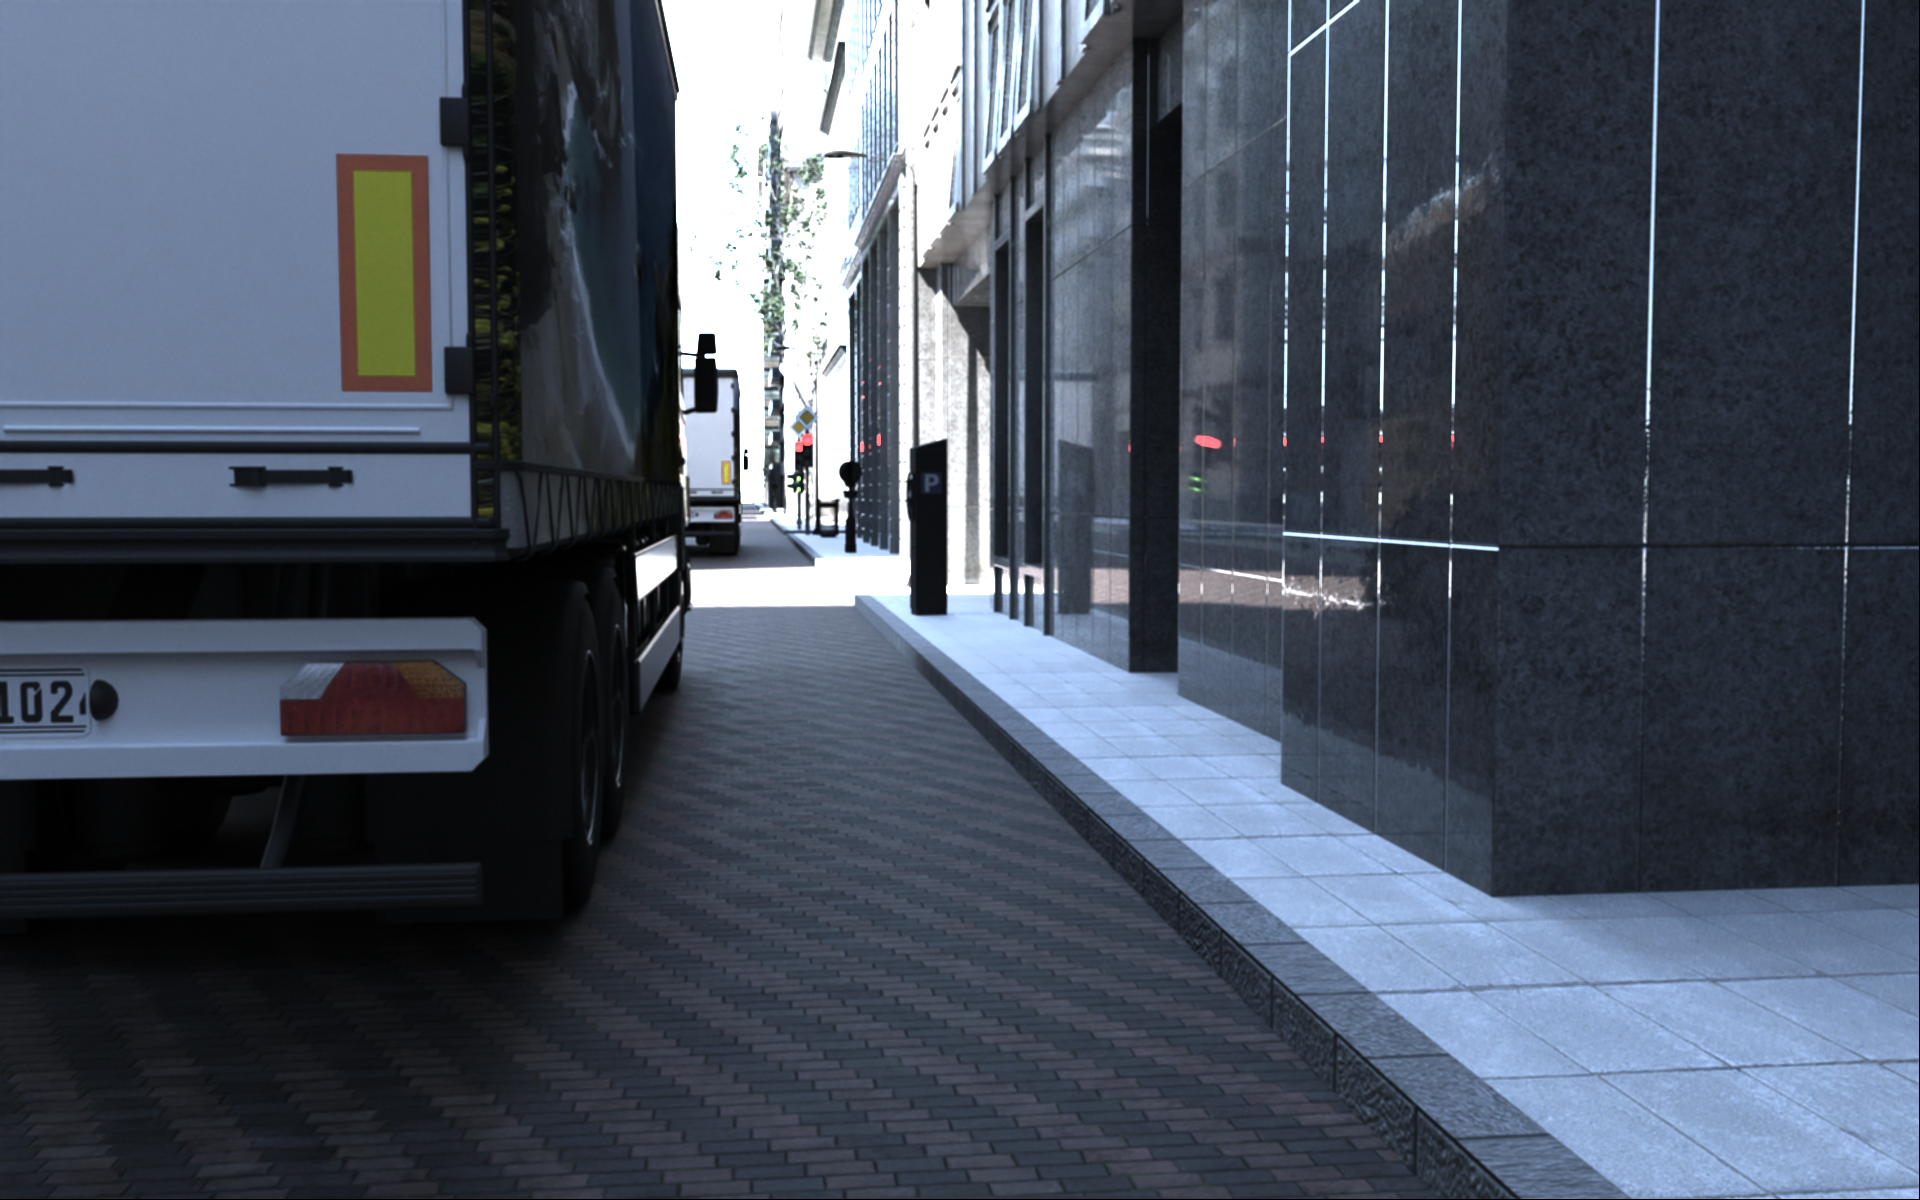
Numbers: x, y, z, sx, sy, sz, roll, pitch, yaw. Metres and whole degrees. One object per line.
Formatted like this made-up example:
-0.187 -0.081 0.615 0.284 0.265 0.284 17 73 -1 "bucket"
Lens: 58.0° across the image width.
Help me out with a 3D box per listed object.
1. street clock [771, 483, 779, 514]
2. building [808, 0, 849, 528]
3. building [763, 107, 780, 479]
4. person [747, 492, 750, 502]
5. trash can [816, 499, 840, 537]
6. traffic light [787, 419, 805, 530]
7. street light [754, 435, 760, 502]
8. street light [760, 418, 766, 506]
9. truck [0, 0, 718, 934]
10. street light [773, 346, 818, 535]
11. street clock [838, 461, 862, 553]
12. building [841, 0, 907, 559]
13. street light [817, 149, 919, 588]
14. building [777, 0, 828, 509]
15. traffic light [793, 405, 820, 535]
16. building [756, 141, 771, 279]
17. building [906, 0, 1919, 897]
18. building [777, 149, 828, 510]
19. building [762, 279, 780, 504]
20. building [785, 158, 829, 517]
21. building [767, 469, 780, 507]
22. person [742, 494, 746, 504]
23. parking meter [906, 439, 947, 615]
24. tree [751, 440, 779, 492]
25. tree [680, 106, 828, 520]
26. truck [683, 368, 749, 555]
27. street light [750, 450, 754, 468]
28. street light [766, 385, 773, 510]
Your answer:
-12.111 -6.660 113.461 0.471 2.002 0.358 0 4 3 "street clock"
9.132 -14.571 71.519 30.059 22.955 16.112 0 4 -7 "building"
-10.640 -35.401 198.417 23.786 49.044 30.456 0 4 -7 "building"
-32.176 -15.547 263.605 0.541 1.710 0.530 -1 4 -23 "person"
-3.925 -2.444 51.609 0.748 1.137 0.748 0 3 0 "trash can"
-5.826 -4.502 62.525 0.839 4.253 0.868 0 4 -7 "traffic light"
-15.219 -10.018 136.341 1.470 5.913 1.316 0 4 -7 "street light"
-11.254 -8.137 105.574 1.470 5.913 1.316 0 4 -7 "street light"
-2.823 -1.239 9.163 2.839 4.237 11.283 0 4 -7 "truck"
-5.053 -5.014 54.527 1.470 5.913 1.316 0 4 -7 "street light"
-2.401 -2.042 37.958 0.471 2.002 0.358 -2 4 -32 "street clock"
3.606 -16.066 40.168 11.434 29.767 29.804 0 4 -7 "building"
-1.141 -3.119 23.530 1.470 5.913 1.316 0 4 -7 "street light"
-4.943 -32.277 151.427 21.300 48.544 21.600 0 4 -7 "building"
-4.836 -4.017 54.601 0.839 4.253 0.868 0 4 -7 "traffic light"
-15.204 -40.695 254.594 28.713 52.752 27.495 0 4 -7 "building"
6.423 -12.068 15.335 12.078 24.808 19.932 0 4 -7 "building"
-6.745 -20.076 125.508 12.463 27.353 25.104 0 4 -7 "building"
-19.478 -28.211 232.954 14.160 30.474 14.107 0 4 -7 "building"
-5.081 -15.272 104.447 10.420 20.320 16.860 0 4 -7 "building"
-8.802 -44.846 171.484 20.563 71.187 20.611 0 4 -7 "building"
-32.176 -15.056 257.853 0.628 1.438 0.799 -1 4 -9 "person"
-0.350 -0.776 18.394 0.399 1.863 0.255 -1 4 -16 "parking meter"
-24.729 -16.687 223.186 4.360 8.622 3.978 0 3 0 "tree"
-8.842 -14.104 86.483 12.611 20.169 13.585 0 3 0 "tree"
-6.801 -3.369 43.991 2.839 4.237 11.283 0 4 -7 "truck"
-20.868 -12.732 180.711 1.470 5.913 1.316 0 4 -7 "street light"
-7.405 -6.194 73.817 1.470 5.913 1.316 0 4 -7 "street light"
